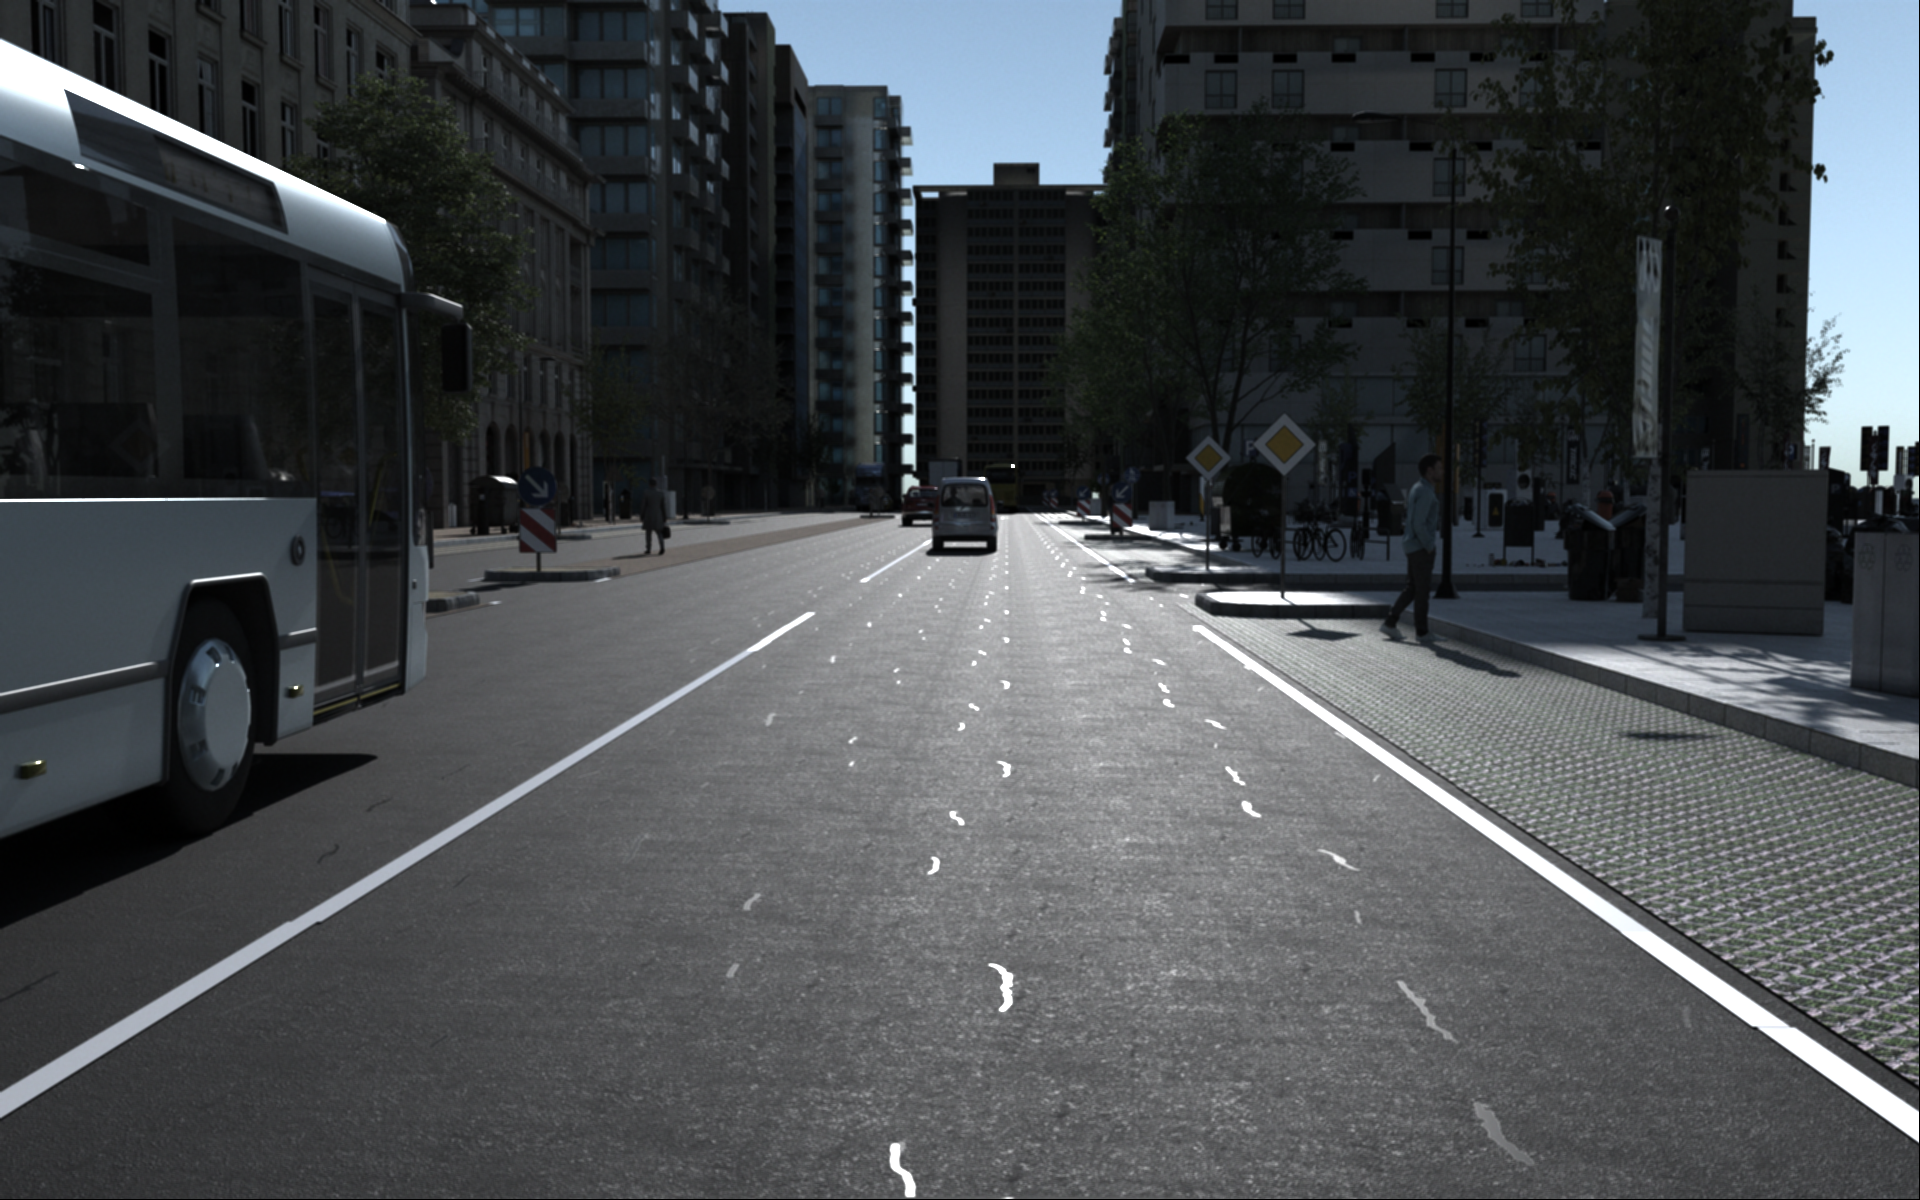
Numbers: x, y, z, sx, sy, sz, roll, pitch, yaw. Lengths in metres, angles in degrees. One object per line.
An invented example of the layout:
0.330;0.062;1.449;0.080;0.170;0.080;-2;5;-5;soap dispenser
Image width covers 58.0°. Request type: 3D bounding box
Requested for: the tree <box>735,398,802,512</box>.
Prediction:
-14.110;-10.687;125.087;4.360;8.622;3.978;0;3;0;tree

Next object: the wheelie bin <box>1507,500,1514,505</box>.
27.474;-4.832;86.911;0.693;1.594;0.980;2;4;24;wheelie bin

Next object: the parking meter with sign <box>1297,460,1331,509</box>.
18.439;-5.740;90.105;1.738;3.016;0.543;1;4;22;parking meter with sign

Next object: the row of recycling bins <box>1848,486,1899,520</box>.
48.098;-5.225;92.544;3.534;1.692;1.069;1;4;17;row of recycling bins

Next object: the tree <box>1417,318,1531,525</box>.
21.226;-7.447;72.114;4.360;8.622;3.978;0;3;0;tree

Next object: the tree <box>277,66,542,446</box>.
-14.909;-7.858;46.608;7.486;12.596;7.792;0;3;0;tree

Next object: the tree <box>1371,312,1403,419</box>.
17.895;-6.972;64.360;4.737;8.622;4.395;0;3;0;tree

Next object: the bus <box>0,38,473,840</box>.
-4.357;-0.585;4.417;2.948;3.499;13.247;0;3;0;bus

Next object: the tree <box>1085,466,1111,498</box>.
10.072;-7.912;123.957;1.663;3.219;1.824;0;3;0;tree

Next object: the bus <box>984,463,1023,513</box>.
3.349;-8.750;134.611;2.896;3.916;12.252;0;4;3;bus

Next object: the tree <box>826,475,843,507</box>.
-12.822;-11.264;178.769;1.663;3.219;1.824;0;3;0;tree

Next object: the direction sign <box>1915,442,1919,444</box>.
41.518;-5.056;74.655;0.379;3.537;0.876;-1;4;-22;direction sign

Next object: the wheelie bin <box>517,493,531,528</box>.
-16.654;-3.549;65.942;0.693;1.594;0.980;0;4;-7;wheelie bin

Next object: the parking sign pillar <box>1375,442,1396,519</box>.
21.962;-6.207;89.960;1.447;3.967;1.447;-2;4;-28;parking sign pillar

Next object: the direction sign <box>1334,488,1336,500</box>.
20.081;-6.160;92.720;0.379;3.537;0.876;0;4;4;direction sign

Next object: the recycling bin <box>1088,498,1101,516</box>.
7.932;-5.429;101.326;0.722;1.027;0.722;-1;4;-11;recycling bin

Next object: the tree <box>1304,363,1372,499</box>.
21.198;-8.989;97.325;4.737;8.622;4.395;0;3;0;tree

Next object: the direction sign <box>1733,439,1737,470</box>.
32.277;-4.905;72.197;0.379;3.537;0.876;1;4;19;direction sign

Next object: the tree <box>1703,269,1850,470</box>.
26.878;-6.538;57.258;4.360;8.622;3.978;0;3;0;tree

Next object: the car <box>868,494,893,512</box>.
-6.470;-8.066;142.107;2.015;1.641;3.980;0;4;3;car

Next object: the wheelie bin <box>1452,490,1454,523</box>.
21.645;-4.197;76.529;0.693;1.594;0.980;1;4;13;wheelie bin

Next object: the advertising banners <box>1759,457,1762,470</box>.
37.863;-5.230;81.698;0.090;3.025;2.074;1;4;18;advertising banners

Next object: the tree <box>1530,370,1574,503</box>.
33.423;-9.208;100.909;4.360;8.622;3.978;0;3;0;tree

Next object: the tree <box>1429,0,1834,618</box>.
7.163;-4.134;17.954;4.737;8.622;4.395;0;3;0;tree

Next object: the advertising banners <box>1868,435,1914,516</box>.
27.087;-3.320;50.465;0.090;3.025;2.074;0;4;-7;advertising banners

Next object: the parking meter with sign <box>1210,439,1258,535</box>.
8.623;-3.567;54.589;1.738;3.016;0.543;-3;5;-40;parking meter with sign

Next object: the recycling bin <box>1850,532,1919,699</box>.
6.309;0.083;11.203;0.722;1.027;0.722;0;4;-6;recycling bin

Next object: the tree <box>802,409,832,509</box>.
-13.104;-12.103;148.254;4.360;8.622;3.978;0;3;0;tree

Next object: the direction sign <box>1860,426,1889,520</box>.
30.521;-4.028;57.852;0.379;3.537;0.876;-3;4;-39;direction sign

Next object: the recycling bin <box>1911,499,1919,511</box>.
54.633;-5.265;98.644;0.722;1.027;0.722;-3;5;-44;recycling bin

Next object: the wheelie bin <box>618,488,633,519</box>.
-17.145;-4.952;88.881;0.693;1.594;0.980;0;4;-2;wheelie bin

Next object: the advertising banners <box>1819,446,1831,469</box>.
31.603;-4.184;64.590;0.090;3.025;2.074;-1;4;-18;advertising banners

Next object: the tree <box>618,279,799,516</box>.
-14.339;-11.556;99.306;12.009;13.543;11.850;0;3;0;tree

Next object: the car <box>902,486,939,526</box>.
-1.583;-4.377;80.241;2.281;1.827;5.304;0;4;2;car

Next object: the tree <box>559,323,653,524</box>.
-15.088;-7.590;74.455;4.737;8.622;4.395;0;3;0;tree

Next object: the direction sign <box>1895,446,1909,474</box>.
44.916;-5.526;82.339;0.876;3.537;0.379;0;4;3;direction sign

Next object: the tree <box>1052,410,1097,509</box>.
9.904;-12.313;151.673;4.737;8.622;4.395;0;3;0;tree

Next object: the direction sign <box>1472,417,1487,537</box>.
15.444;-3.638;51.483;0.379;3.537;0.876;3;5;41;direction sign

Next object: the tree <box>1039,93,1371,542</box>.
7.037;-7.378;46.382;9.928;11.665;9.643;0;3;0;tree

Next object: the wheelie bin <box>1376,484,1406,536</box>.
13.223;-2.779;53.351;0.980;1.594;0.693;-2;4;-30;wheelie bin

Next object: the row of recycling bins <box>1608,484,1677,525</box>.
29.123;-4.100;74.145;1.069;1.692;3.534;-2;4;-24;row of recycling bins

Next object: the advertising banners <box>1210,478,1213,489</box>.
14.845;-6.329;99.662;0.090;3.025;2.074;3;5;42;advertising banners

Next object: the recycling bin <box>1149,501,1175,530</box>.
7.179;-3.001;61.622;0.722;1.027;0.722;2;4;29;recycling bin

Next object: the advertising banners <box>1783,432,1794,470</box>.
23.325;-3.195;48.433;0.090;3.025;2.074;1;4;9;advertising banners

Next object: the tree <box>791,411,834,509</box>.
-12.881;-12.406;153.205;4.737;8.622;4.395;0;3;0;tree

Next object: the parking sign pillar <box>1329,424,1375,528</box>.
14.760;-4.725;65.729;1.447;3.967;1.447;0;4;1;parking sign pillar

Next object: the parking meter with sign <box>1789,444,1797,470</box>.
29.903;-3.942;60.708;1.738;3.016;0.543;0;4;-4;parking meter with sign
